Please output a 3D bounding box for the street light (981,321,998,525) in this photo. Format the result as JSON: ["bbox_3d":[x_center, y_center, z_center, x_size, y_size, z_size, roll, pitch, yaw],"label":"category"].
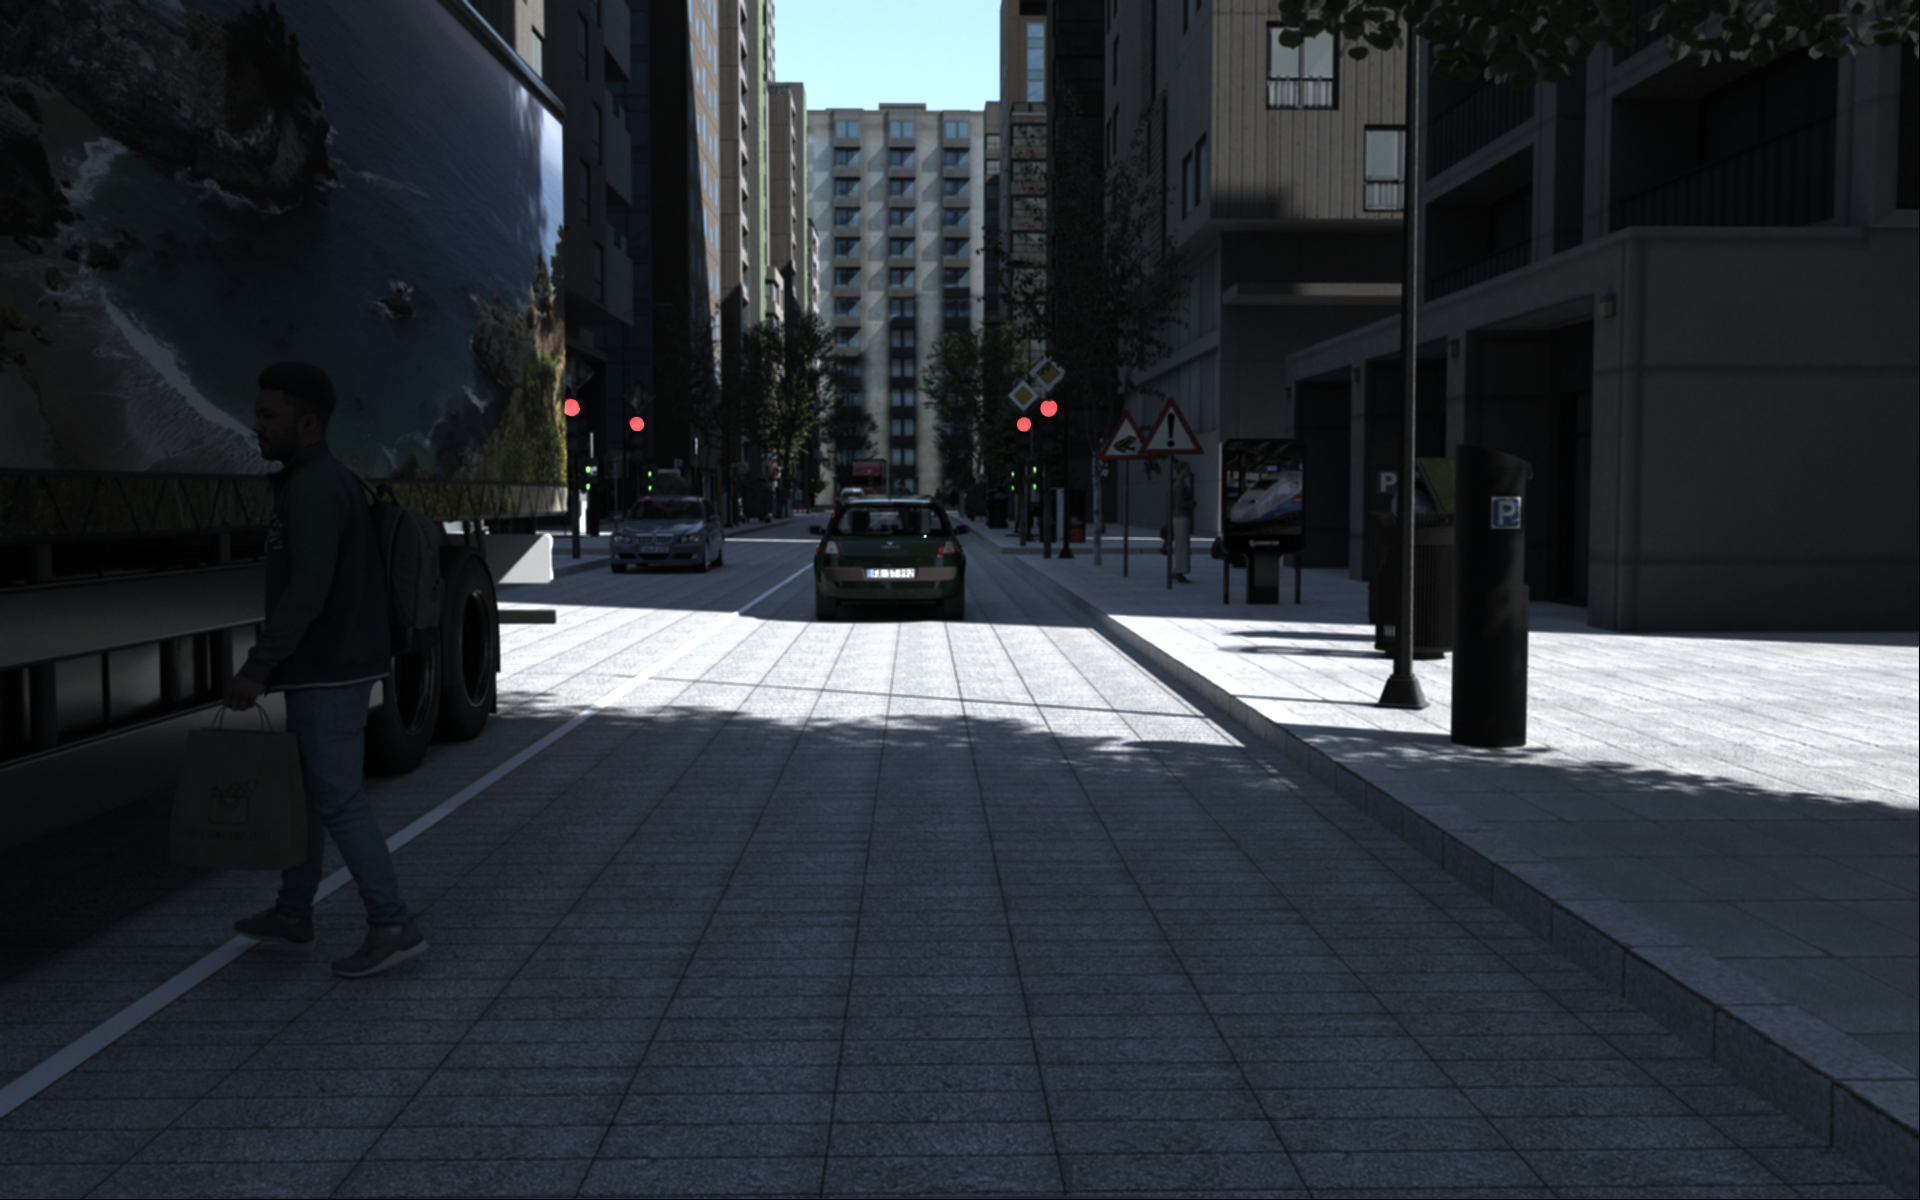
[{"bbox_3d":[1.323,-4.532,46.637,1.470,5.913,1.316,0,4,-1],"label":"street light"}]

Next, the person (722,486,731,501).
[{"bbox_3d":[-9.425,-3.749,69.144,0.589,1.601,0.330,1,4,12],"label":"person"}]

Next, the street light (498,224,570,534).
[{"bbox_3d":[-7.385,-3.504,29.825,1.470,5.913,1.316,0,4,-1],"label":"street light"}]

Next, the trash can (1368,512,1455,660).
[{"bbox_3d":[3.575,-0.119,13.593,0.748,1.137,0.748,0,3,0],"label":"trash can"}]

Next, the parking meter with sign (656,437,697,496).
[{"bbox_3d":[-8.925,-3.469,52.979,1.738,3.016,0.543,0,4,-2],"label":"parking meter with sign"}]

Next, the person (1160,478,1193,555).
[{"bbox_3d":[5.033,-1.938,40.282,0.767,1.812,0.694,3,5,43],"label":"person"}]

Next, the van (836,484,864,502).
[{"bbox_3d":[-6.528,-6.008,105.245,2.013,2.044,4.112,0,4,-3],"label":"van"}]

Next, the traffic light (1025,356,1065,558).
[{"bbox_3d":[1.732,-2.795,34.624,0.839,4.253,0.868,0,4,-1],"label":"traffic light"}]

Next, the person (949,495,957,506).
[{"bbox_3d":[-0.728,-10.852,184.021,0.990,1.755,0.434,-2,4,-23],"label":"person"}]

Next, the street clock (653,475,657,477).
[{"bbox_3d":[-11.454,-3.746,65.816,0.471,2.002,0.358,1,4,22],"label":"street clock"}]

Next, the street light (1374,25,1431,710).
[{"bbox_3d":[2.130,-2.308,10.270,1.470,5.913,1.316,0,4,-1],"label":"street light"}]

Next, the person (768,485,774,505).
[{"bbox_3d":[-12.206,-6.430,110.953,0.755,1.850,0.659,1,4,22],"label":"person"}]

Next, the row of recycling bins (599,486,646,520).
[{"bbox_3d":[-16.764,-4.867,86.691,3.534,1.692,1.069,0,4,1],"label":"row of recycling bins"}]

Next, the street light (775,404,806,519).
[{"bbox_3d":[-8.840,-7.138,89.241,1.470,5.913,1.316,0,4,-1],"label":"street light"}]

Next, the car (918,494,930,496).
[{"bbox_3d":[-3.299,-8.708,154.379,2.014,1.417,4.499,0,4,-1],"label":"car"}]

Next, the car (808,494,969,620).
[{"bbox_3d":[-0.862,-0.692,21.094,2.009,1.686,4.222,0,4,-3],"label":"car"}]

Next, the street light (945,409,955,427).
[{"bbox_3d":[0.083,-7.444,94.251,1.470,5.913,1.316,0,4,-1],"label":"street light"}]

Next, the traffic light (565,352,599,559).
[{"bbox_3d":[-7.626,-2.780,34.379,0.839,4.253,0.868,0,4,-1],"label":"traffic light"}]

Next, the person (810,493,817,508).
[{"bbox_3d":[-13.990,-9.707,164.719,0.705,1.831,1.348,-2,4,-30],"label":"person"}]

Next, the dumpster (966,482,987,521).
[{"bbox_3d":[0.960,-5.312,92.603,1.264,1.857,1.865,0,4,-1],"label":"dumpster"}]

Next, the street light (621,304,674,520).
[{"bbox_3d":[-7.694,-4.275,42.438,1.470,5.913,1.316,0,4,-1],"label":"street light"}]

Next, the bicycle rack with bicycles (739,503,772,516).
[{"bbox_3d":[-11.836,-5.292,99.913,2.925,0.926,2.852,-1,4,-19],"label":"bicycle rack with bicycles"}]

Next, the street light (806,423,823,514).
[{"bbox_3d":[-9.414,-8.598,113.113,1.470,5.913,1.316,0,4,-1],"label":"street light"}]

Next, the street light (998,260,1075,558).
[{"bbox_3d":[1.586,-3.789,34.491,1.470,5.913,1.316,0,4,-1],"label":"street light"}]

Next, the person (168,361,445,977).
[{"bbox_3d":[-1.946,0.203,5.165,0.713,1.824,0.794,0,4,7],"label":"person"}]

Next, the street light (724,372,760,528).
[{"bbox_3d":[-8.273,-5.706,65.840,1.470,5.913,1.316,0,4,-1],"label":"street light"}]

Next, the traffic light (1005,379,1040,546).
[{"bbox_3d":[1.536,-3.284,42.606,0.839,4.253,0.868,0,4,-1],"label":"traffic light"}]

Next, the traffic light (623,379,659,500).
[{"bbox_3d":[-7.822,-3.269,42.362,0.839,4.253,0.868,0,4,-1],"label":"traffic light"}]

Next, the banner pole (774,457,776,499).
[{"bbox_3d":[-11.574,-7.238,108.363,0.401,3.779,0.863,0,4,-8],"label":"banner pole"}]

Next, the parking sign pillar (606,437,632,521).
[{"bbox_3d":[-16.025,-5.710,81.834,1.447,3.967,1.447,1,4,23],"label":"parking sign pillar"}]

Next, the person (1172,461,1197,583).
[{"bbox_3d":[3.245,-1.128,25.039,0.362,1.759,0.519,0,4,2],"label":"person"}]

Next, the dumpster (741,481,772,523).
[{"bbox_3d":[-9.065,-4.358,77.005,1.264,1.857,1.865,0,4,-1],"label":"dumpster"}]

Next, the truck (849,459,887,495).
[{"bbox_3d":[-7.275,-9.192,139.194,2.839,4.237,11.283,0,4,-1],"label":"truck"}]

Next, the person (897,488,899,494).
[{"bbox_3d":[-3.589,-5.719,102.191,0.419,1.800,0.721,0,4,4],"label":"person"}]

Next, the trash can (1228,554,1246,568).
[{"bbox_3d":[4.994,-1.137,30.250,0.748,1.137,0.748,0,3,0],"label":"trash can"}]

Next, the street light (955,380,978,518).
[{"bbox_3d":[0.654,-6.000,70.638,1.470,5.913,1.316,0,4,-1],"label":"street light"}]

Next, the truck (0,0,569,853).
[{"bbox_3d":[-3.931,-1.090,6.734,2.839,4.237,11.283,0,4,-1],"label":"truck"}]

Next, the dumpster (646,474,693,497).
[{"bbox_3d":[-8.665,-2.799,51.524,1.264,1.857,1.865,0,4,-1],"label":"dumpster"}]

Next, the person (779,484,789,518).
[{"bbox_3d":[-9.406,-5.274,92.083,0.655,1.846,0.447,-2,4,-27],"label":"person"}]

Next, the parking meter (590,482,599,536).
[{"bbox_3d":[-11.122,-2.874,52.695,0.255,1.863,0.399,-1,4,-11],"label":"parking meter"}]

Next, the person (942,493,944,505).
[{"bbox_3d":[-1.760,-10.591,182.459,0.557,1.426,1.065,0,4,-1],"label":"person"}]

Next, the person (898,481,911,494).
[{"bbox_3d":[-1.776,-2.822,54.439,0.447,1.846,0.655,-2,4,-28],"label":"person"}]

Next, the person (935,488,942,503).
[{"bbox_3d":[-1.409,-5.846,104.257,0.590,1.801,0.661,3,4,36],"label":"person"}]

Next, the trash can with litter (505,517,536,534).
[{"bbox_3d":[-8.584,-1.384,34.015,0.624,1.170,1.055,0,4,-3],"label":"trash can with litter"}]

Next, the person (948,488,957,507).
[{"bbox_3d":[-0.713,-9.993,169.388,1.348,1.831,0.705,-3,5,-42],"label":"person"}]

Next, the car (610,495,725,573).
[{"bbox_3d":[-5.529,-1.290,33.099,2.014,1.417,4.499,0,4,-2],"label":"car"}]

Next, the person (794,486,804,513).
[{"bbox_3d":[-10.829,-6.764,116.503,0.638,1.841,0.748,-2,4,-31],"label":"person"}]

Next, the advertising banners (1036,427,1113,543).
[{"bbox_3d":[3.042,-3.024,45.631,2.074,3.025,0.090,1,4,11],"label":"advertising banners"}]

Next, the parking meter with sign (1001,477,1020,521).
[{"bbox_3d":[2.717,-5.372,84.091,1.738,3.016,0.543,-2,4,-31],"label":"parking meter with sign"}]

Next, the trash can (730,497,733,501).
[{"bbox_3d":[-11.666,-4.613,87.078,0.748,1.137,0.748,0,3,0],"label":"trash can"}]

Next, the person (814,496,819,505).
[{"bbox_3d":[-16.517,-11.445,196.352,1.217,1.743,0.721,3,4,38],"label":"person"}]

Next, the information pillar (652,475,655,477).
[{"bbox_3d":[-11.758,-3.842,67.310,0.304,2.012,0.304,3,5,40],"label":"information pillar"}]

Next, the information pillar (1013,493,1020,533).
[{"bbox_3d":[1.881,-4.018,57.041,0.183,3.616,0.504,0,4,-4],"label":"information pillar"}]

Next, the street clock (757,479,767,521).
[{"bbox_3d":[-9.299,-4.678,81.049,0.471,2.002,0.358,1,4,9],"label":"street clock"}]

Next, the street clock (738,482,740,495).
[{"bbox_3d":[-13.538,-6.161,105.310,0.358,2.002,0.471,-1,4,-11],"label":"street clock"}]

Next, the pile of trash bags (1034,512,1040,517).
[{"bbox_3d":[5.310,-5.256,95.688,1.912,1.369,3.447,-2,4,-32],"label":"pile of trash bags"}]

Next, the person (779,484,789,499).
[{"bbox_3d":[-11.064,-6.354,109.296,0.648,1.900,0.474,0,4,-3],"label":"person"}]
